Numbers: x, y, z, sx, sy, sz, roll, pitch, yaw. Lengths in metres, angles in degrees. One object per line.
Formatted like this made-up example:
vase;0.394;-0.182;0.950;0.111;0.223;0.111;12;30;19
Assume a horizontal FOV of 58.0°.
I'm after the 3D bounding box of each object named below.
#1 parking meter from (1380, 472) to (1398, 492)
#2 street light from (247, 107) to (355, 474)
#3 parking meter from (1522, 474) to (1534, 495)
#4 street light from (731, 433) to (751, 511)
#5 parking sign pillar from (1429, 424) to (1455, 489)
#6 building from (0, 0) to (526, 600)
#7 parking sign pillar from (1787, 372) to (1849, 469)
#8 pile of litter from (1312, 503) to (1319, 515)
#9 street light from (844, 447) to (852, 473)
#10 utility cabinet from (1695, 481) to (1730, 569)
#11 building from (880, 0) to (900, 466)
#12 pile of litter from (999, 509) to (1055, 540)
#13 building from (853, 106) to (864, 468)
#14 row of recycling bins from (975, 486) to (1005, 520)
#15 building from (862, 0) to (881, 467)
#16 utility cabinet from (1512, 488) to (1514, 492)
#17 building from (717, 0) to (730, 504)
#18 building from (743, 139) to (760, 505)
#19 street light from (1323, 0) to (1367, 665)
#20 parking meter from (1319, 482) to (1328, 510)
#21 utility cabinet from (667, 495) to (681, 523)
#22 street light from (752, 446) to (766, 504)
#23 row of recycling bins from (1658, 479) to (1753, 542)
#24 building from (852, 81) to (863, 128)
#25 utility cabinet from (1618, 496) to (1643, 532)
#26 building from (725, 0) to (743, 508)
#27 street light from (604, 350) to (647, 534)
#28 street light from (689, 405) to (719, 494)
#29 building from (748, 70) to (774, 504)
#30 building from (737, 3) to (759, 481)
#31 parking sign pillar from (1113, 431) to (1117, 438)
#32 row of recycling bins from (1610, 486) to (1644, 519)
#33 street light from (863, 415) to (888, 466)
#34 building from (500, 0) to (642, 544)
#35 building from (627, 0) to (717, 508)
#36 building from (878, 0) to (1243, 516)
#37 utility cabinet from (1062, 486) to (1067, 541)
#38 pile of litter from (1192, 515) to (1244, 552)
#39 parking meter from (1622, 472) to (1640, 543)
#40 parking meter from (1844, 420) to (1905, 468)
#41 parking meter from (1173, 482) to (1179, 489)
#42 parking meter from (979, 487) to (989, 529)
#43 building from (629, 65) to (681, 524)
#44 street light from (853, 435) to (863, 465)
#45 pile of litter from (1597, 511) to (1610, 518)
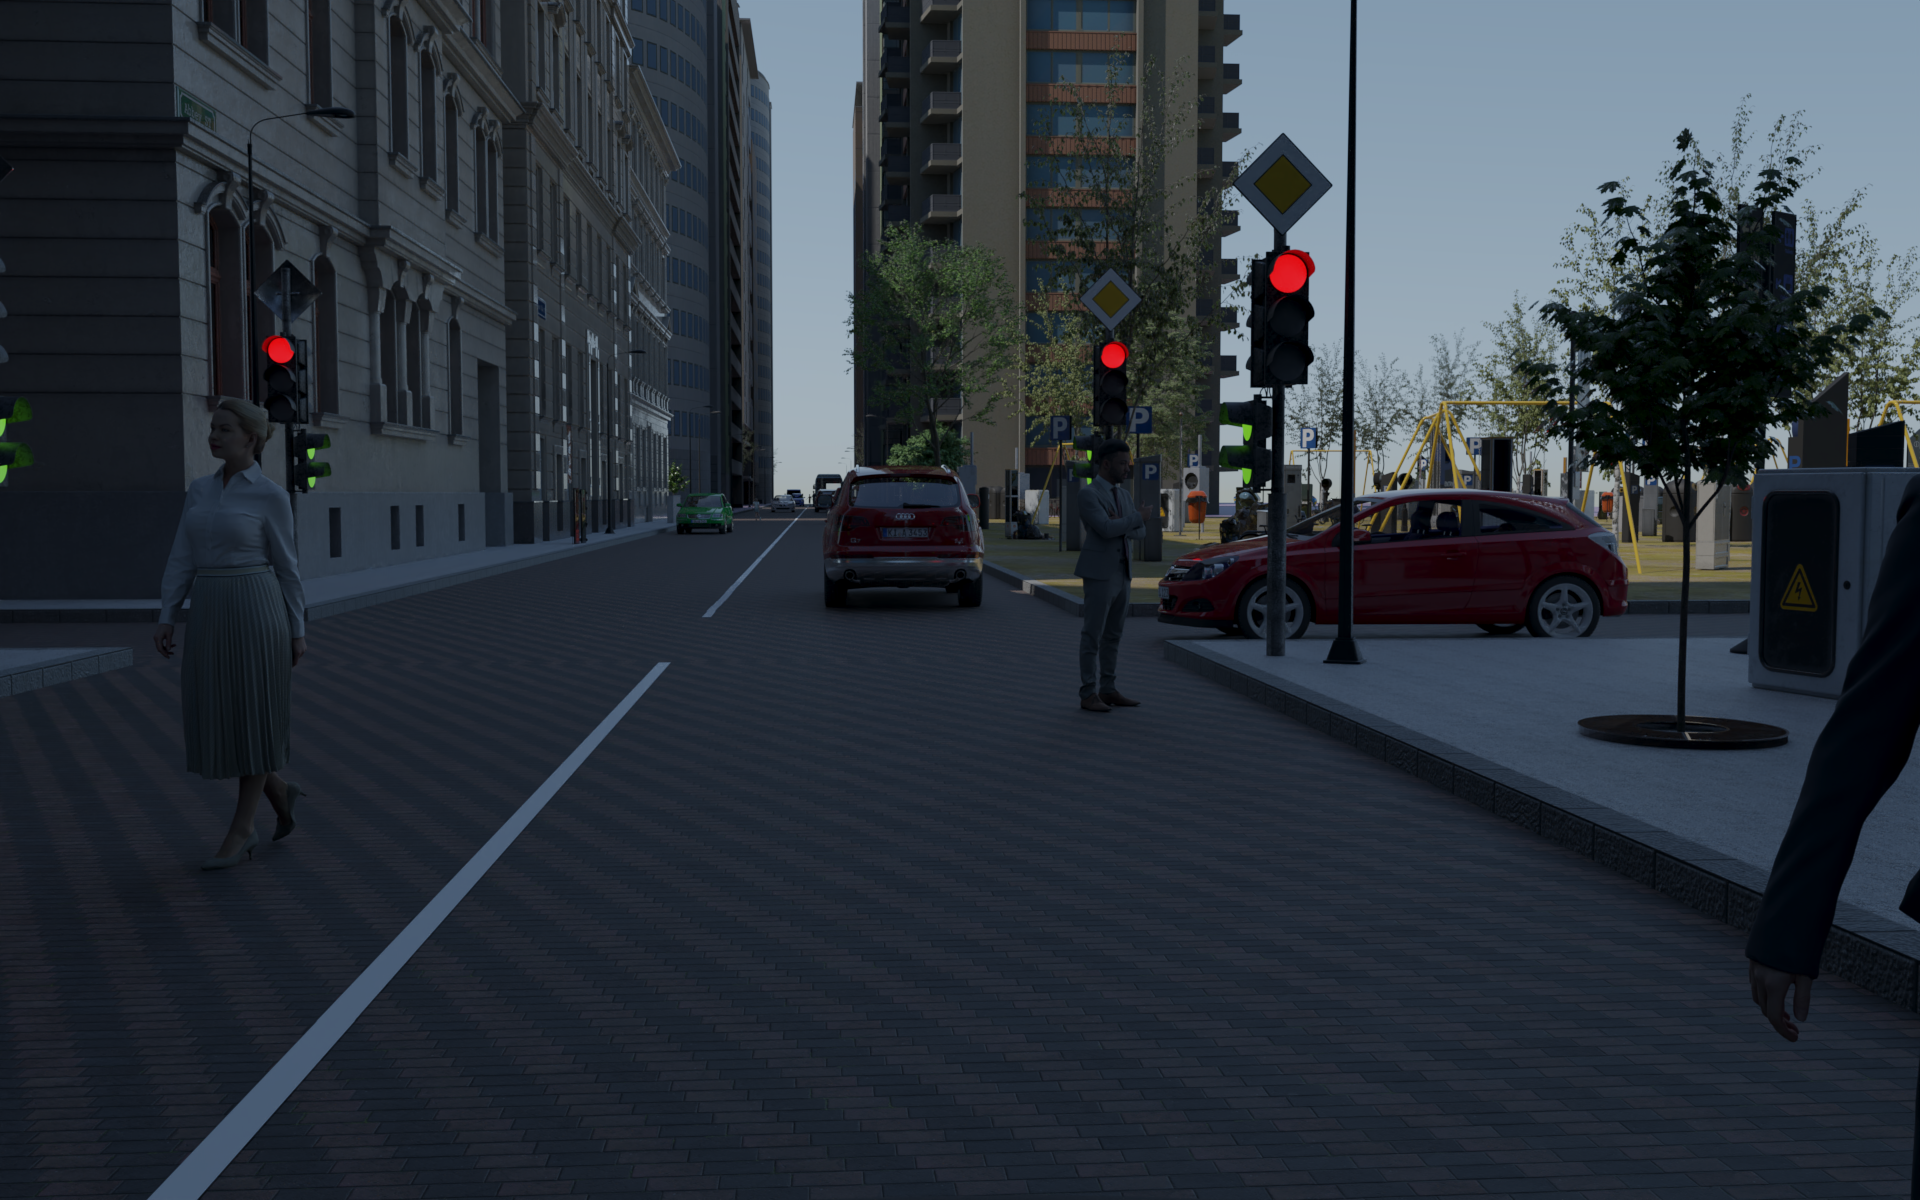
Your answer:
parking meter;11.278;-2.437;45.557;0.255;1.863;0.399;-3;4;-37
street light;-7.959;-2.958;20.910;1.470;5.913;1.316;0;4;-5
parking meter;16.790;-2.784;51.234;0.255;1.863;0.399;2;4;32
street light;-16.909;-9.766;132.217;1.470;5.913;1.316;0;4;-5
parking sign pillar;18.584;-4.787;66.735;1.447;3.967;1.447;3;5;44
building;-16.457;-14.891;30.865;14.401;28.519;23.554;0;4;-5
parking sign pillar;18.900;-3.042;38.205;1.447;3.967;1.447;-1;4;-21
pile of litter;20.489;-5.152;98.206;1.719;0.858;1.176;3;4;39
street light;-10.603;-12.249;172.805;1.470;5.913;1.316;0;4;-5
utility cabinet;12.846;-1.274;29.509;0.318;1.500;1.173;2;4;35
building;0.710;-27.678;136.132;14.154;41.232;14.086;0;4;-5
pile of litter;1.914;-2.154;49.184;1.176;0.858;1.719;-3;5;-39
building;-5.060;-33.434;196.763;14.600;45.320;14.200;0;4;-5
row of recycling bins;1.810;-4.981;88.558;1.069;1.692;3.534;-2;4;-27
building;1.652;-37.676;157.995;21.231;58.520;28.212;0;4;-5
utility cabinet;20.781;-3.570;67.054;1.173;1.500;0.318;0;4;7
building;-24.960;-27.340;130.600;14.154;41.232;14.086;0;4;-5
building;-32.063;-34.419;212.867;14.600;45.320;14.200;0;4;-5
street light;2.391;-2.473;12.973;1.470;5.913;1.316;0;4;-5
parking meter;18.245;-4.964;86.864;0.399;1.863;0.255;0;4;-4
utility cabinet;-12.689;-4.013;76.770;0.306;1.237;1.020;1;4;10
street light;-19.849;-11.941;167.770;1.470;5.913;1.316;0;4;-5
row of recycling bins;20.531;-2.422;46.709;3.534;1.692;1.069;-1;4;-15
building;1.132;-38.475;218.307;28.713;52.752;27.495;0;4;-5
utility cabinet;22.957;-2.927;59.024;1.020;1.237;0.306;-1;4;-14
building;-29.938;-32.085;148.285;21.300;48.544;21.600;0;4;-5
street light;-10.784;-5.095;55.840;1.470;5.913;1.316;0;4;-5
street light;-13.587;-7.231;90.772;1.470;5.913;1.316;0;4;-5
building;-36.164;-42.288;233.411;21.231;58.520;28.212;0;4;-5
building;-36.854;-36.806;191.023;28.713;52.752;27.495;0;4;-5
parking sign pillar;6.141;-5.204;73.553;1.447;3.967;1.447;-3;4;-37
row of recycling bins;34.764;-4.930;87.717;3.534;1.692;1.069;2;4;32
street light;-4.801;-7.904;101.768;1.470;5.913;1.316;0;4;-5
building;-17.539;-15.781;55.291;12.463;27.353;25.104;0;4;-5
building;-26.481;-34.610;107.880;21.231;58.520;28.212;0;4;-5
building;5.909;-28.106;114.154;22.147;44.769;28.867;0;4;-5
utility cabinet;3.308;-2.301;46.295;1.173;1.500;0.318;1;4;15
pile of litter;5.269;-1.313;35.440;1.176;0.858;1.719;2;4;35
parking meter;17.670;-2.440;45.605;0.399;1.863;0.255;-1;4;-21
parking meter;7.274;-0.497;13.832;0.399;1.863;0.255;1;4;13
parking meter;10.220;-4.640;81.569;0.399;1.863;0.255;2;4;25
parking meter;0.873;-3.343;63.072;0.372;1.533;0.369;0;3;0
building;-19.237;-14.820;78.459;11.583;22.565;21.152;0;4;-5
street light;-7.606;-10.071;137.209;1.470;5.913;1.316;0;4;-5
pile of litter;34.324;-4.749;91.616;1.719;0.858;1.176;-3;5;-43
